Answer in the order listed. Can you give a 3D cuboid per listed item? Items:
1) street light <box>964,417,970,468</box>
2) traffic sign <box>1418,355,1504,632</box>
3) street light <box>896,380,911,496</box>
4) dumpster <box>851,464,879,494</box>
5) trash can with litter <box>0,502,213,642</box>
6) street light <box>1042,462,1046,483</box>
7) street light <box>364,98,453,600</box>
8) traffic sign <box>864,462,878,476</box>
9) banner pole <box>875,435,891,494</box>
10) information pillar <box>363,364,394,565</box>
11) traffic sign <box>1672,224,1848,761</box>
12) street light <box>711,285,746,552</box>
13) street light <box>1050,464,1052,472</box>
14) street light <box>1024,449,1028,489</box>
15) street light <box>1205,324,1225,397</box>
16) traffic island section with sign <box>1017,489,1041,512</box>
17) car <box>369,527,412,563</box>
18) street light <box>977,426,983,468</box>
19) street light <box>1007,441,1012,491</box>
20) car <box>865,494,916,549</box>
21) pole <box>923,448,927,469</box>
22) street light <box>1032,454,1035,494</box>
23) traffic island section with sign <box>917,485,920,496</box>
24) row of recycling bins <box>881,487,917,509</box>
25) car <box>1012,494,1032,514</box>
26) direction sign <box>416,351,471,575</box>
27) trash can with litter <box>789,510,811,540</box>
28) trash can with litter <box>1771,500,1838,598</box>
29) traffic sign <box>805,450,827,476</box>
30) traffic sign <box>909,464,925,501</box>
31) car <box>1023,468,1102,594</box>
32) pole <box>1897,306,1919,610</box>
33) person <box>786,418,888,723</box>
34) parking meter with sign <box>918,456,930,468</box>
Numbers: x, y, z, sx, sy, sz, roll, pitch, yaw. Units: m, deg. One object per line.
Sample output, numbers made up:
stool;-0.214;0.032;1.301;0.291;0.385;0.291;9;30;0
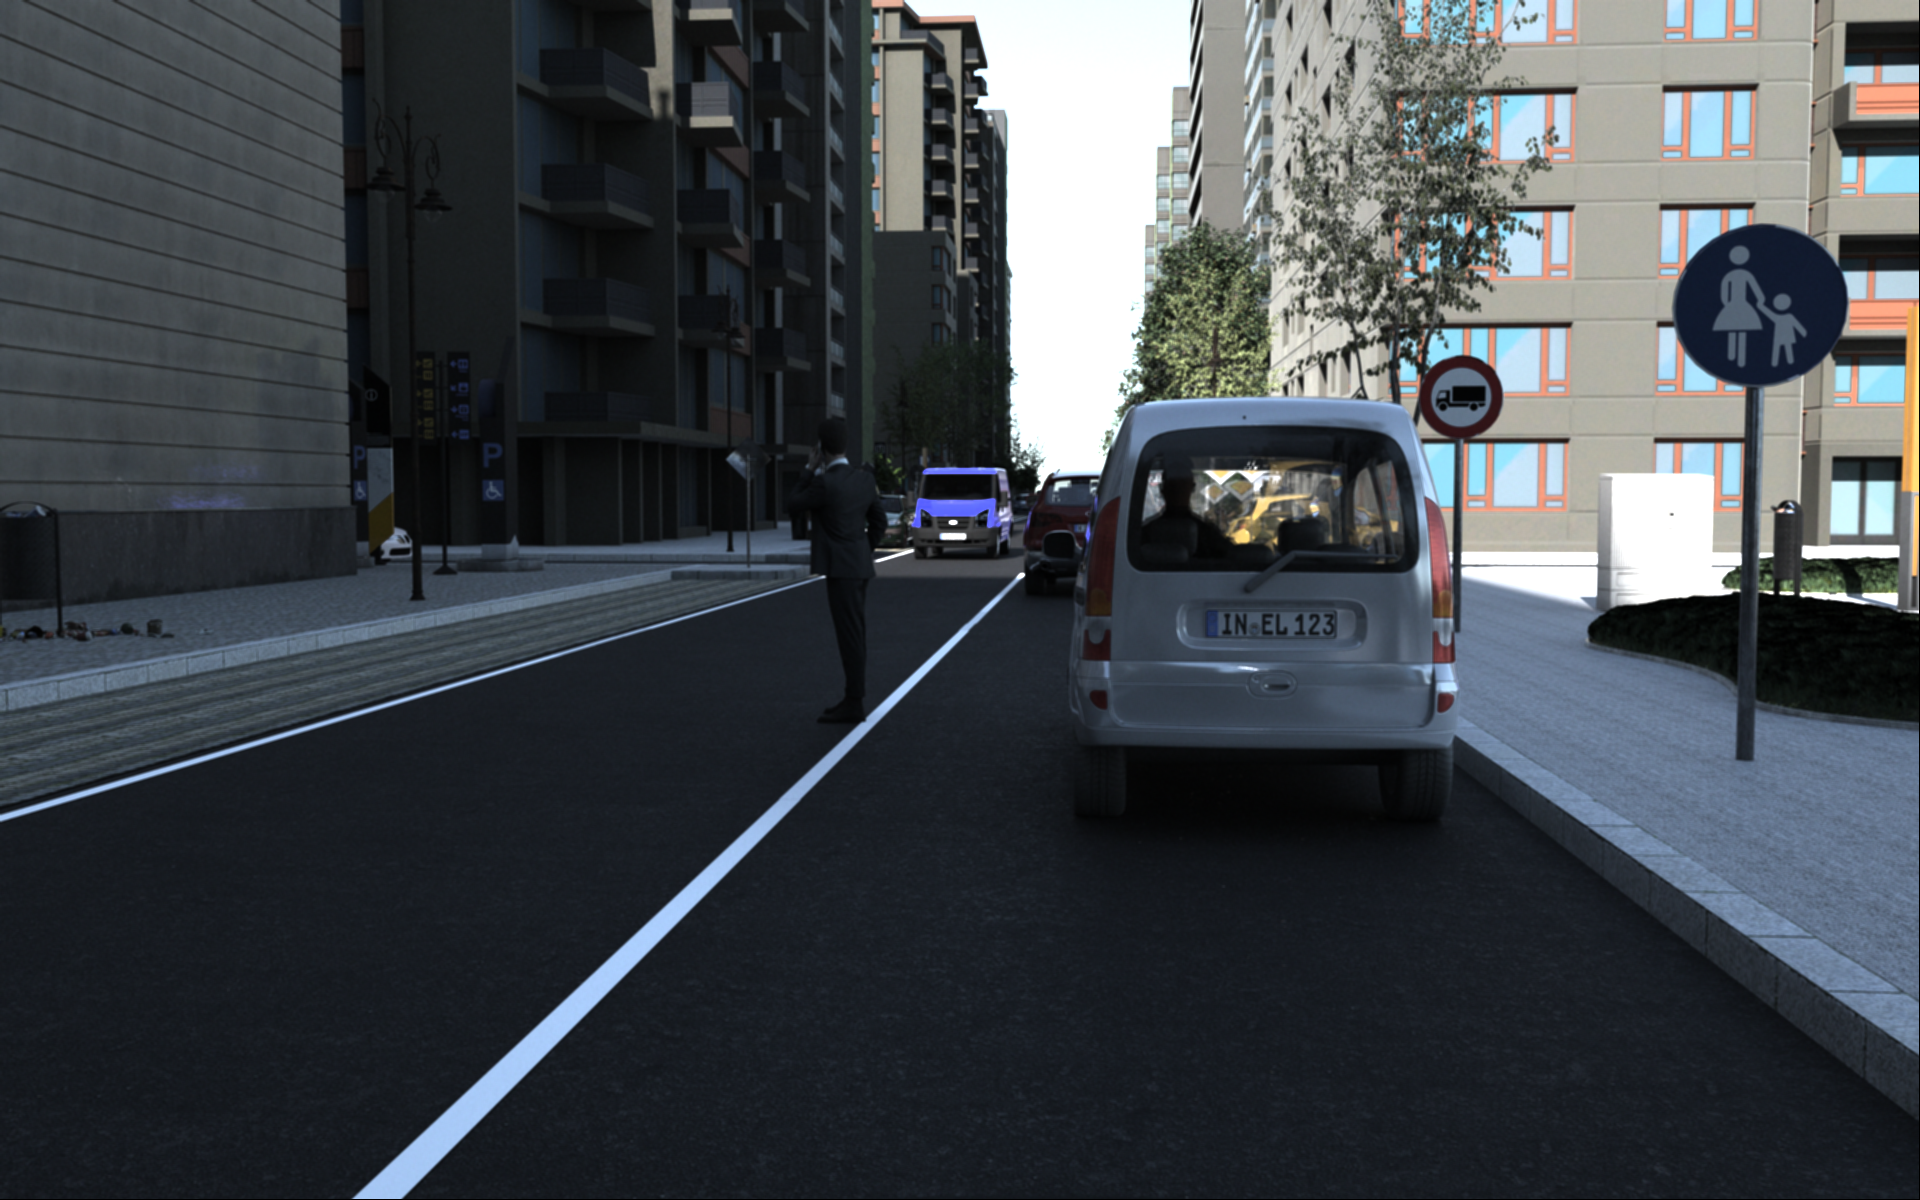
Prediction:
street light;0.385;-7.915;102.196;0.468;5.910;1.993;0;4;5
traffic sign;4.609;-0.973;16.015;0.768;2.556;0.104;0;4;5
street light;-2.295;-5.963;70.289;0.468;5.910;1.993;0;4;5
dumpster;-3.524;-3.313;56.655;1.502;2.255;1.985;0;4;5
trash can with litter;-7.914;-0.268;15.437;2.233;1.210;1.678;-1;4;-12
street light;11.119;-15.741;230.149;0.468;5.910;1.993;0;4;5
street light;-6.563;-2.935;20.779;0.468;5.910;1.993;0;4;5
traffic sign;-3.316;-3.698;61.646;0.795;2.450;0.064;1;4;10
banner pole;-3.219;-5.095;73.325;0.863;3.779;0.401;0;4;5
information pillar;-10.481;-2.437;31.199;0.504;3.616;0.183;0;4;-3
traffic sign;3.790;-0.500;8.286;0.768;2.556;0.104;1;4;14
street light;-5.116;-4.013;38.393;0.468;5.910;1.993;0;4;5
street light;13.799;-17.692;262.056;0.468;5.910;1.993;0;4;5
street light;6.873;-12.619;179.104;0.468;5.910;1.993;0;4;5
street light;6.926;-4.550;47.172;0.468;5.910;1.993;0;4;5
traffic island section with sign;5.330;-7.861;137.156;1.989;1.847;2.006;0;4;5
car;-13.362;-1.355;34.513;4.827;1.381;2.083;0;4;5
street light;1.358;-8.717;115.302;0.468;5.910;1.993;0;4;5
street light;4.169;-10.667;147.199;0.468;5.910;1.993;0;4;5
car;-2.136;-2.237;46.361;2.009;1.686;4.222;0;4;6
pole;-1.537;-5.035;76.170;0.158;3.312;0.155;0;3;0
street light;8.392;-13.758;197.735;0.468;5.910;1.993;0;4;5
traffic island section with sign;-1.161;-3.157;60.248;1.989;1.847;2.006;0;4;5
row of recycling bins;-4.210;-6.120;107.167;3.534;1.692;1.069;1;4;15
car;4.841;-7.132;128.612;2.014;1.417;4.499;0;4;3
direction sign;-8.236;-2.177;27.597;0.876;3.537;0.379;-1;4;-11
trash can with litter;-4.244;-2.254;48.236;1.055;1.170;0.624;2;4;34
trash can with litter;9.263;-0.518;19.522;1.678;1.210;2.233;0;4;2
traffic sign;-3.005;-2.104;38.044;0.795;2.450;0.064;0;4;5
traffic sign;-1.809;-4.503;73.728;0.768;2.556;0.104;1;4;9
car;2.091;-1.069;26.157;2.281;1.827;5.304;0;4;6
pole;10.427;-1.535;18.941;0.158;3.312;0.155;0;3;0
person;-0.784;-0.187;10.922;0.474;1.900;0.648;2;4;24
parking meter with sign;-1.524;-4.974;77.592;0.543;3.016;1.738;0;4;-6
